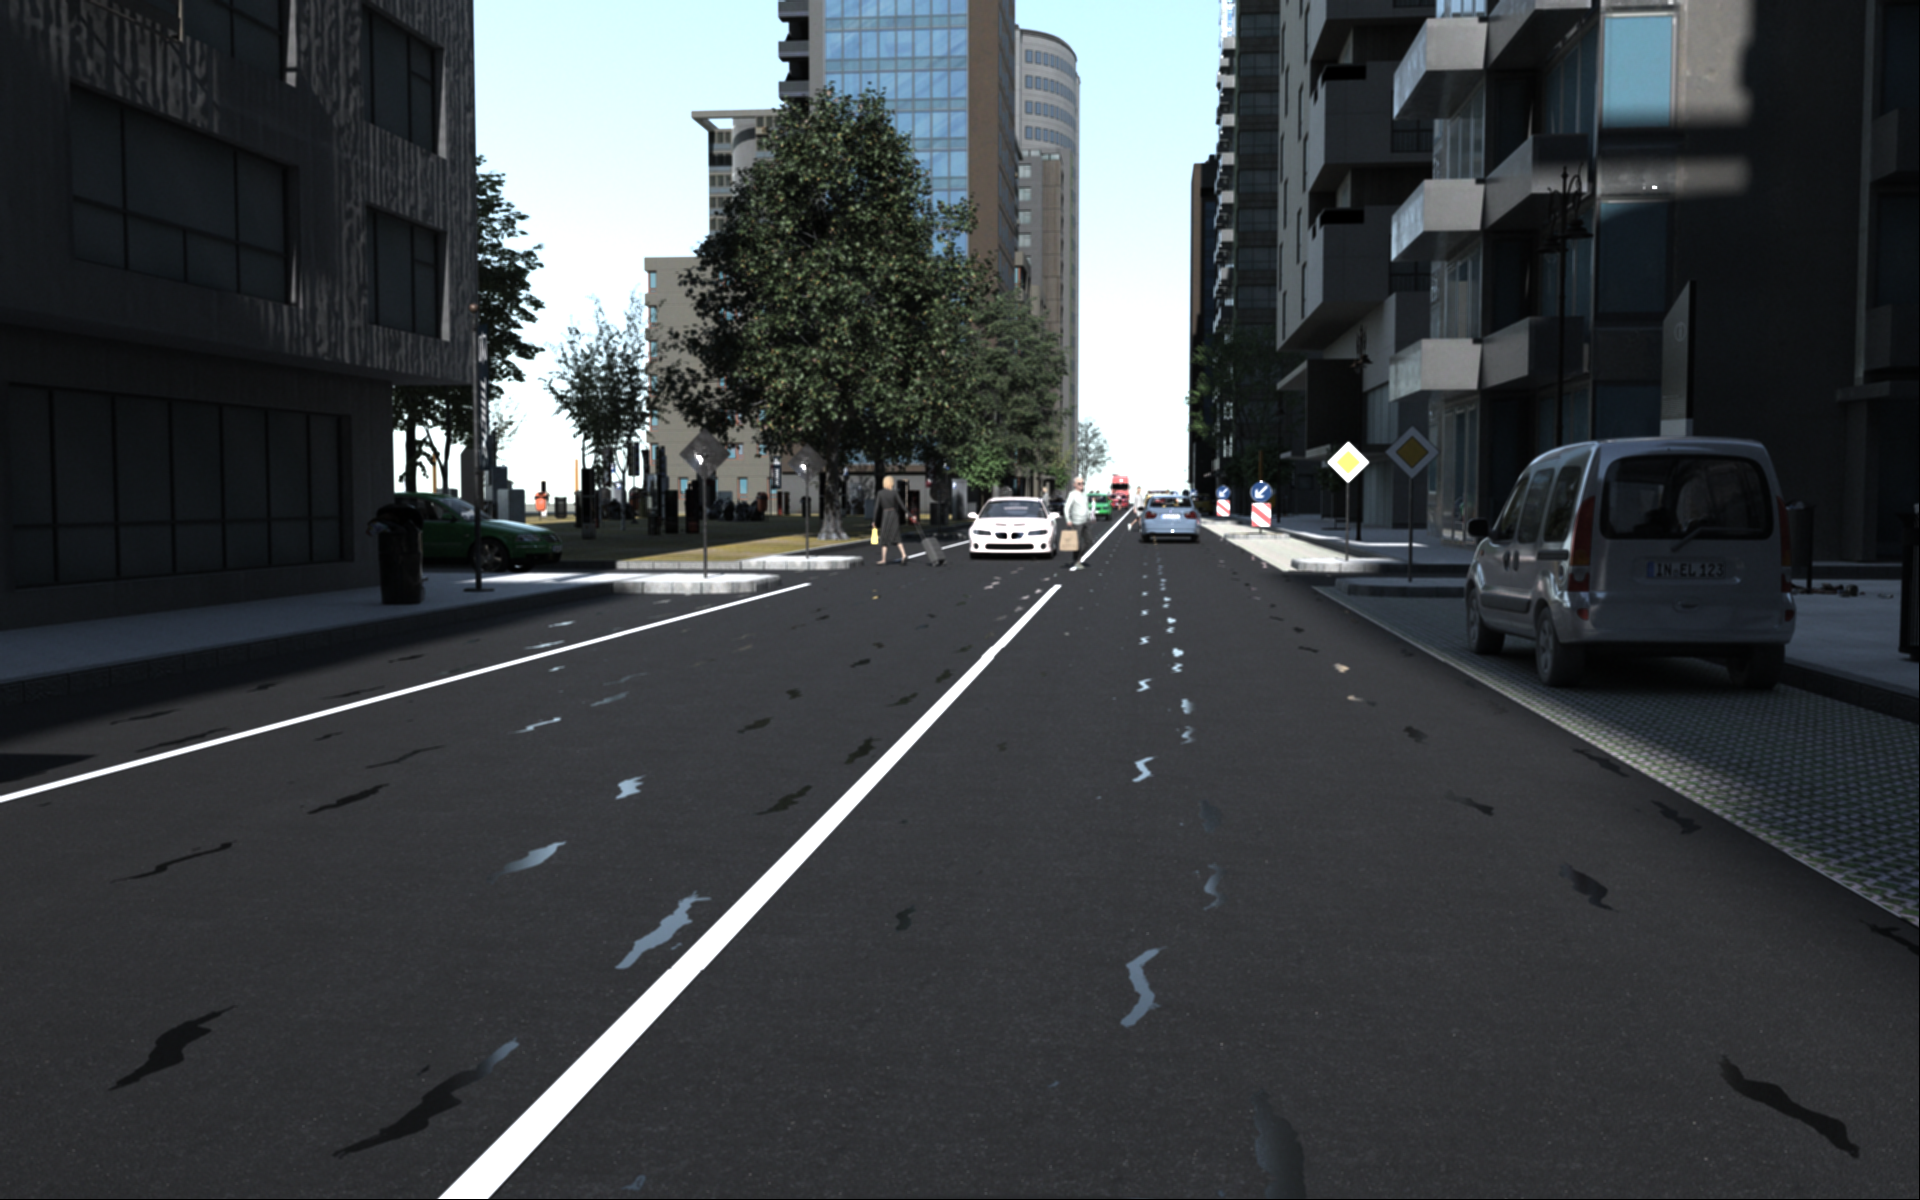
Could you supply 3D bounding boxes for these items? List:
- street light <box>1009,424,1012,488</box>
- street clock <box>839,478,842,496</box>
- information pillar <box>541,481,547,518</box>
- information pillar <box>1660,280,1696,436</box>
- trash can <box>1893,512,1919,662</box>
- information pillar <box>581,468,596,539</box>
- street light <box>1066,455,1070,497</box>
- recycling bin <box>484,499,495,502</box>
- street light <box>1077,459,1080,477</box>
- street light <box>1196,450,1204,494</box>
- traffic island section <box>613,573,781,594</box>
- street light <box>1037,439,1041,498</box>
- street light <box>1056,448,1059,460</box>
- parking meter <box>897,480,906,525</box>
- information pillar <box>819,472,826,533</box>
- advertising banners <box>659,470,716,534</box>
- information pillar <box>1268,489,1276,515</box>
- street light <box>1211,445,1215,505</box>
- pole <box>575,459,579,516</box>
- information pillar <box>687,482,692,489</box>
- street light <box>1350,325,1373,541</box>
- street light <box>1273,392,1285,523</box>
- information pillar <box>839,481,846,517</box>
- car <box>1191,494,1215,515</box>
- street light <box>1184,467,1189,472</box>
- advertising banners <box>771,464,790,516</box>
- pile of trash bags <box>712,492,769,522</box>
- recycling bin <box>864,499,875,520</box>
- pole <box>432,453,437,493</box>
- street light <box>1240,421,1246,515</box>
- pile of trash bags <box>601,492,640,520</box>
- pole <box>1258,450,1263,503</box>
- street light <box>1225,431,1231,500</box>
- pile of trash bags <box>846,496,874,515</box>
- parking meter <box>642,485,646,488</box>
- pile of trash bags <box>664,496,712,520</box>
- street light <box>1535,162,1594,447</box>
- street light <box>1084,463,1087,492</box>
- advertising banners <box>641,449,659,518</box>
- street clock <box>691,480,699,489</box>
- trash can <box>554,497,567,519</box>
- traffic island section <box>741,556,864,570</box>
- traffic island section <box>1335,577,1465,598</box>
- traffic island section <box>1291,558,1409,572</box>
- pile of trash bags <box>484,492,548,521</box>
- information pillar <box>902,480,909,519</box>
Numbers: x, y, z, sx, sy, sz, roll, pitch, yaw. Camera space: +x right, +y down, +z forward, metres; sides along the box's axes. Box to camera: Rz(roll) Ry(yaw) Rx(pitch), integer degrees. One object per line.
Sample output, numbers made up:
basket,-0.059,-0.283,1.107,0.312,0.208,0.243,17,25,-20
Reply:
street light,3.211,-8.445,110.859,0.468,5.910,1.993,0,4,6
street clock,-5.426,-4.427,76.950,0.358,2.002,0.471,-1,4,-18
information pillar,-22.598,-5.477,94.040,0.304,2.012,0.304,-1,4,-13
information pillar,7.954,-1.704,19.219,0.183,3.616,0.504,-1,4,-12
trash can,7.550,-0.098,13.261,0.748,1.137,0.748,0,3,0
information pillar,-10.606,-2.750,49.449,0.304,2.012,0.304,1,4,12
street light,12.015,-13.496,193.441,0.468,5.910,1.993,0,4,6
recycling bin,-26.851,-5.274,98.787,0.722,1.027,0.722,-3,5,-42
street light,15.262,-15.301,222.964,0.468,5.910,1.993,0,4,6
street light,25.548,-12.876,183.317,0.468,5.910,1.993,0,4,6
traffic island section,-3.899,-0.251,26.385,2.009,0.180,2.903,0,4,6
street light,6.387,-10.254,140.442,0.468,5.910,1.993,0,4,6
street light,9.543,-12.078,170.264,0.468,5.910,1.993,0,4,6
parking meter,-2.462,-4.112,72.941,0.255,1.863,0.399,-2,4,-28
information pillar,-4.432,-3.193,56.694,0.304,2.012,0.304,1,4,10
advertising banners,-8.789,-3.698,56.651,2.074,3.025,0.090,-3,4,-36
information pillar,18.975,-6.981,105.487,0.504,3.616,0.183,0,4,-8
street light,22.459,-11.061,153.638,0.468,5.910,1.993,0,4,6
pole,-22.253,-6.527,100.552,0.158,3.312,0.155,0,3,0
information pillar,-16.859,-6.346,108.254,0.304,2.012,0.304,1,4,13
street light,10.976,-4.571,47.521,0.468,5.910,1.993,0,4,6
street light,14.270,-6.398,77.401,0.468,5.910,1.993,0,4,6
information pillar,-6.572,-5.651,96.886,0.304,2.012,0.304,-2,4,-29
car,16.529,-6.658,119.080,2.015,1.641,3.980,0,4,5
street light,34.531,-17.922,265.813,0.468,5.910,1.993,0,4,6
advertising banners,-10.708,-6.534,103.019,0.090,3.025,2.074,2,4,27
pile of trash bags,-9.912,-4.378,81.333,1.912,1.369,3.447,-2,4,-34
recycling bin,-4.373,-4.553,86.987,0.722,1.027,0.722,1,4,11
pole,-26.147,-5.650,86.219,0.158,3.312,0.155,0,3,0
street light,17.381,-8.205,106.938,0.468,5.910,1.993,0,4,6
pile of trash bags,-17.210,-4.741,87.263,1.912,1.369,3.447,1,4,23
pole,14.061,-5.330,80.988,0.158,3.312,0.155,0,3,0
street light,19.165,-9.256,124.120,0.468,5.910,1.993,0,4,6
pile of trash bags,-5.567,-5.904,106.282,3.447,1.369,1.912,-2,4,-29
parking meter,-20.252,-6.469,111.471,0.255,1.863,0.399,1,4,9
pile of trash bags,-13.358,-4.757,87.524,3.447,1.369,1.912,1,4,15
street light,8.521,-3.167,24.572,0.468,5.910,1.993,0,4,6
street light,18.314,-17.108,252.508,0.468,5.910,1.993,0,4,6
advertising banners,-11.987,-4.435,68.700,0.090,3.025,2.074,2,4,29
street clock,-13.620,-5.168,89.073,0.358,2.002,0.471,1,4,18
trash can,-20.904,-4.833,90.672,0.748,1.137,0.748,0,3,0
traffic island section,-3.046,-0.737,34.325,2.009,0.180,2.903,0,4,6
traffic island section,6.582,-0.182,25.259,2.009,0.180,2.903,0,4,6
traffic island section,7.435,-0.668,33.199,2.009,0.180,2.903,0,4,6
pile of trash bags,-21.478,-4.468,82.811,3.447,1.369,1.912,-1,4,-23
information pillar,-2.819,-5.205,89.592,0.304,2.012,0.304,2,4,25
